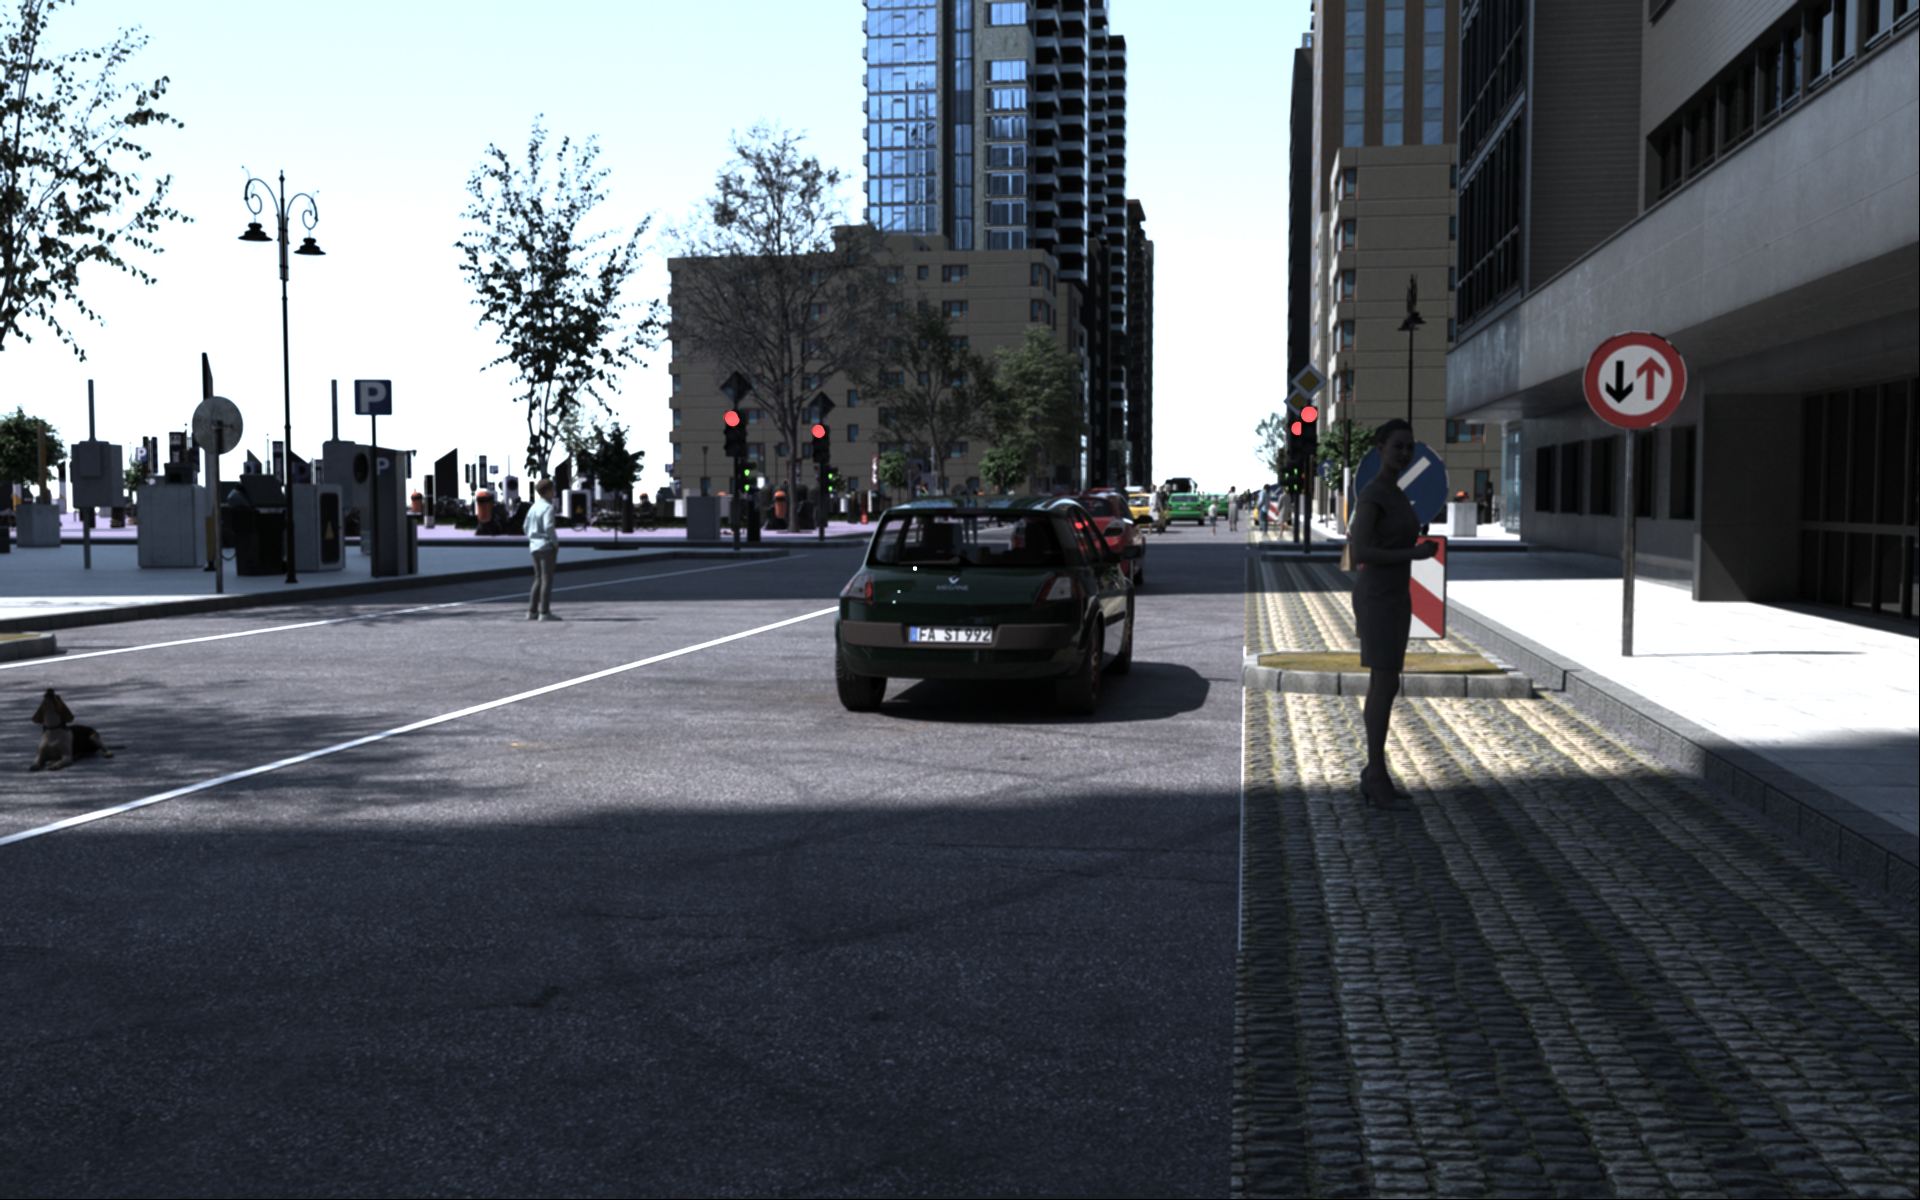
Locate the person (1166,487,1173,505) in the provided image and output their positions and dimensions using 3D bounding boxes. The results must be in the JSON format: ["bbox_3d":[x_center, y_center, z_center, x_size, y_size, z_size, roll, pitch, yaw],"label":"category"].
[{"bbox_3d":[12.094,-5.635,100.405,0.659,1.850,0.755,2,4,26],"label":"person"}]

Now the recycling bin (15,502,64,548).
[{"bbox_3d":[-22.331,-1.798,41.955,0.722,1.027,0.722,2,4,32],"label":"recycling bin"}]

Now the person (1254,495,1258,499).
[{"bbox_3d":[27.857,-9.320,161.664,1.217,1.735,0.721,3,4,37],"label":"person"}]

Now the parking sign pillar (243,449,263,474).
[{"bbox_3d":[-41.844,-6.975,102.506,1.447,3.967,1.447,2,4,33],"label":"parking sign pillar"}]

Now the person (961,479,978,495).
[{"bbox_3d":[0.306,-2.403,47.566,0.659,1.850,0.755,-1,4,-9],"label":"person"}]

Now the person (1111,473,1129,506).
[{"bbox_3d":[2.965,-1.476,32.652,0.620,1.820,0.660,2,4,34],"label":"person"}]

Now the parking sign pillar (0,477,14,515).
[{"bbox_3d":[-45.962,-5.778,82.950,1.447,3.967,1.447,0,4,6],"label":"parking sign pillar"}]

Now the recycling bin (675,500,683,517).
[{"bbox_3d":[-12.744,-4.148,80.370,0.722,1.027,0.722,-3,5,-41],"label":"recycling bin"}]

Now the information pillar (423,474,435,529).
[{"bbox_3d":[-19.806,-3.677,64.604,0.304,2.012,0.304,-2,4,-34],"label":"information pillar"}]

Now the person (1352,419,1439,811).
[{"bbox_3d":[2.011,0.049,8.046,0.374,1.781,0.599,2,4,32],"label":"person"}]

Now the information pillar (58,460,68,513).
[{"bbox_3d":[-60.539,-7.676,116.860,0.504,3.616,0.183,-2,4,-32],"label":"information pillar"}]

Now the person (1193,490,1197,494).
[{"bbox_3d":[20.880,-8.876,153.629,0.705,1.823,1.348,0,4,-6],"label":"person"}]

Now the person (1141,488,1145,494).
[{"bbox_3d":[8.913,-4.619,84.766,0.760,1.731,0.466,-1,4,-9],"label":"person"}]

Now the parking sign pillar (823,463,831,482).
[{"bbox_3d":[-8.625,-7.516,111.365,1.447,3.967,1.447,1,4,9],"label":"parking sign pillar"}]

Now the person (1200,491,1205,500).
[{"bbox_3d":[21.879,-9.004,156.423,0.721,1.736,1.217,-1,4,-14],"label":"person"}]

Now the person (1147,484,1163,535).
[{"bbox_3d":[6.748,-3.127,59.972,0.624,1.780,0.694,0,4,7],"label":"person"}]

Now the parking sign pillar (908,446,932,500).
[{"bbox_3d":[-2.214,-6.582,96.093,1.447,3.967,1.447,1,4,15],"label":"parking sign pillar"}]

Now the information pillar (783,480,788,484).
[{"bbox_3d":[-9.111,-5.298,91.122,0.304,2.012,0.304,1,4,22],"label":"information pillar"}]

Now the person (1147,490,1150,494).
[{"bbox_3d":[16.455,-8.712,150.958,0.705,1.821,1.348,-1,4,-17],"label":"person"}]

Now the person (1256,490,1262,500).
[{"bbox_3d":[23.904,-7.853,137.680,0.721,1.735,1.217,-1,4,-21],"label":"person"}]

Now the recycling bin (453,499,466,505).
[{"bbox_3d":[-26.961,-4.922,93.026,0.722,1.027,0.722,-2,4,-29],"label":"recycling bin"}]

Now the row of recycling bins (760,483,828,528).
[{"bbox_3d":[-6.516,-3.693,67.493,3.534,1.692,1.069,3,5,41],"label":"row of recycling bins"}]

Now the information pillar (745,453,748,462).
[{"bbox_3d":[-12.119,-6.545,98.360,0.183,3.616,0.504,0,4,-3],"label":"information pillar"}]

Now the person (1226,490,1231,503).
[{"bbox_3d":[20.643,-7.566,132.751,0.990,1.755,0.434,1,4,15],"label":"person"}]

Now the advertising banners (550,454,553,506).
[{"bbox_3d":[-17.680,-4.817,74.943,0.090,3.025,2.074,-1,4,-9],"label":"advertising banners"}]

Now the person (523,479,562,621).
[{"bbox_3d":[-4.693,-0.566,19.569,0.330,1.601,0.589,-2,4,-34],"label":"person"}]

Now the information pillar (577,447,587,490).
[{"bbox_3d":[-18.934,-5.841,86.850,0.504,3.616,0.183,1,4,16],"label":"information pillar"}]

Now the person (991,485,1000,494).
[{"bbox_3d":[1.501,-4.043,74.517,0.836,1.842,0.656,0,4,8],"label":"person"}]

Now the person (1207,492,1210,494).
[{"bbox_3d":[22.991,-9.149,159.554,0.593,1.643,0.415,-2,4,-35],"label":"person"}]

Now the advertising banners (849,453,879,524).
[{"bbox_3d":[-4.098,-4.760,74.012,0.090,3.025,2.074,-3,5,-41],"label":"advertising banners"}]

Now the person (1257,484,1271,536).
[{"bbox_3d":[10.396,-3.082,59.152,0.793,1.790,0.793,1,4,12],"label":"person"}]

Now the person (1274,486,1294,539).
[{"bbox_3d":[10.209,-2.752,54.250,0.760,1.731,0.466,2,4,27],"label":"person"}]

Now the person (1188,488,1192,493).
[{"bbox_3d":[14.105,-5.934,105.795,0.520,1.790,0.573,3,4,39],"label":"person"}]

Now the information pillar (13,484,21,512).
[{"bbox_3d":[-40.869,-5.127,75.179,0.183,3.616,0.504,1,4,19],"label":"information pillar"}]

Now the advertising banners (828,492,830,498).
[{"bbox_3d":[-8.608,-6.910,109.171,0.090,3.025,2.074,2,4,31],"label":"advertising banners"}]

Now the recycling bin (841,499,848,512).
[{"bbox_3d":[-6.271,-5.092,95.808,0.722,1.027,0.722,-2,4,-33],"label":"recycling bin"}]

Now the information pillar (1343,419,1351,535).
[{"bbox_3d":[12.113,-3.842,54.177,0.183,3.616,0.504,0,4,0],"label":"information pillar"}]

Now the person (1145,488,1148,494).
[{"bbox_3d":[12.151,-6.380,112.922,0.767,1.812,0.694,-1,4,-15],"label":"person"}]

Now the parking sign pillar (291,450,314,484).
[{"bbox_3d":[-39.806,-7.104,104.618,1.447,3.967,1.447,3,4,38],"label":"parking sign pillar"}]

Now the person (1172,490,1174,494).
[{"bbox_3d":[16.170,-7.535,132.235,0.617,1.759,0.750,-2,4,-28],"label":"person"}]

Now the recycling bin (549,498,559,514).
[{"bbox_3d":[-25.862,-5.942,109.704,0.722,1.027,0.722,1,4,14],"label":"recycling bin"}]

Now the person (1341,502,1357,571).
[{"bbox_3d":[5.695,-0.930,24.192,0.515,1.767,0.782,-3,4,-36],"label":"person"}]

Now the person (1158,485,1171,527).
[{"bbox_3d":[8.467,-4.006,74.218,0.699,1.804,1.509,-1,4,-18],"label":"person"}]

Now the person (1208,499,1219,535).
[{"bbox_3d":[8.905,-2.919,60.916,0.352,1.250,0.332,-1,4,-11],"label":"person"}]

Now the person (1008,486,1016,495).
[{"bbox_3d":[2.578,-4.678,85.106,0.853,1.813,0.709,-3,4,-38],"label":"person"}]

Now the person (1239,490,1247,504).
[{"bbox_3d":[26.045,-9.156,158.287,1.348,1.812,0.705,-2,4,-25],"label":"person"}]

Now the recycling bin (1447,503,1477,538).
[{"bbox_3d":[14.919,-2.380,51.467,0.722,1.027,0.722,0,4,2],"label":"recycling bin"}]

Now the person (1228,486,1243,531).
[{"bbox_3d":[10.609,-3.530,66.791,0.480,1.755,0.524,3,5,41],"label":"person"}]

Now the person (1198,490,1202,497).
[{"bbox_3d":[19.825,-8.266,144.364,0.721,1.735,1.217,-3,4,-36],"label":"person"}]

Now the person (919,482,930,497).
[{"bbox_3d":[-1.062,-2.593,51.139,0.529,1.795,0.600,1,4,12],"label":"person"}]

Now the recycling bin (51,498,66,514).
[{"bbox_3d":[-57.357,-5.963,110.048,0.722,1.027,0.722,1,4,18],"label":"recycling bin"}]

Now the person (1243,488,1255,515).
[{"bbox_3d":[19.801,-6.756,118.952,0.794,1.824,0.713,-1,4,-16],"label":"person"}]

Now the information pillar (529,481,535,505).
[{"bbox_3d":[-24.042,-5.680,97.366,0.304,2.012,0.304,0,4,-5],"label":"information pillar"}]

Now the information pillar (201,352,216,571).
[{"bbox_3d":[-12.499,-2.293,28.853,0.183,3.616,0.504,-1,4,-12],"label":"information pillar"}]

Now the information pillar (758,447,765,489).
[{"bbox_3d":[-9.933,-5.833,86.727,0.504,3.616,0.183,3,5,42],"label":"information pillar"}]

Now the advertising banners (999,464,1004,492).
[{"bbox_3d":[2.241,-6.454,101.706,0.090,3.025,2.074,1,4,20],"label":"advertising banners"}]
